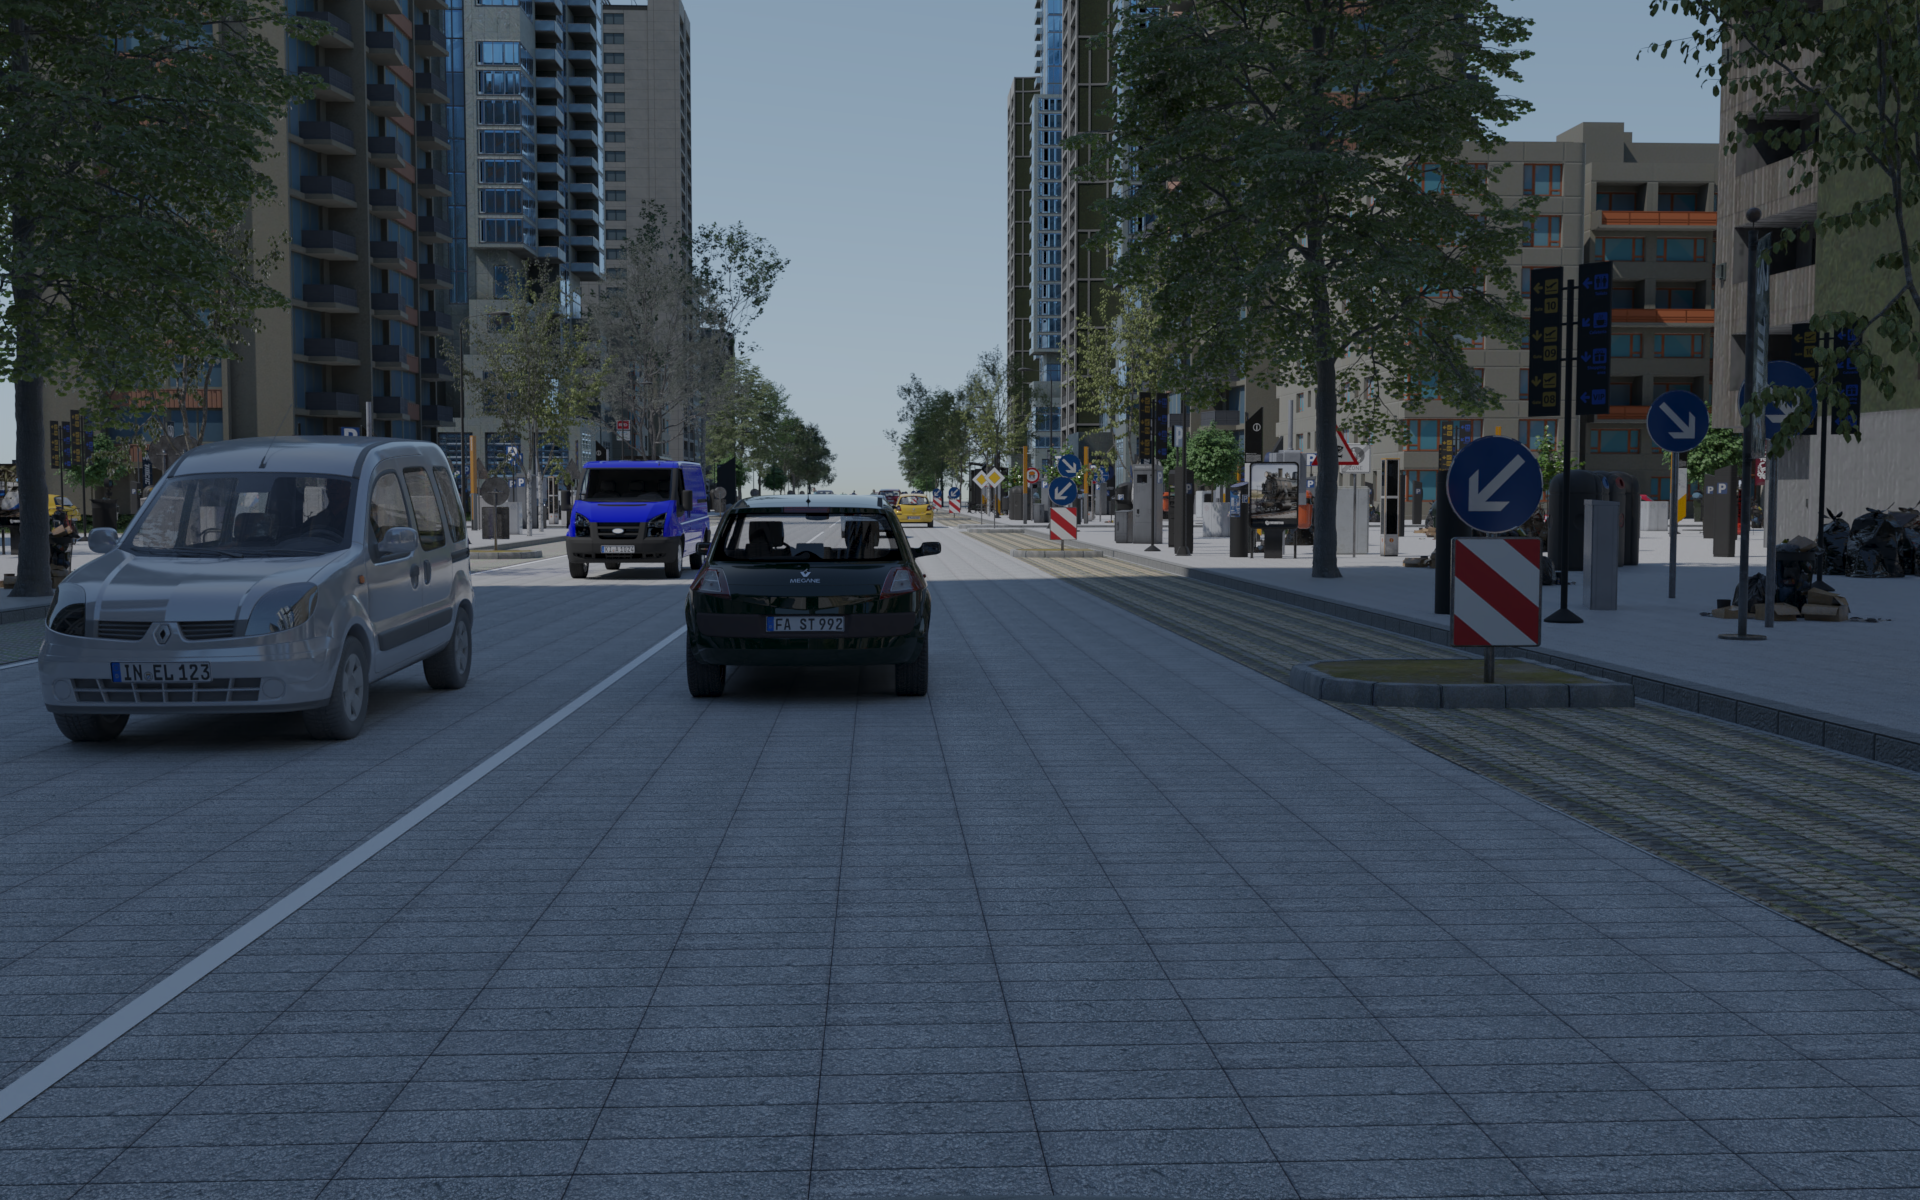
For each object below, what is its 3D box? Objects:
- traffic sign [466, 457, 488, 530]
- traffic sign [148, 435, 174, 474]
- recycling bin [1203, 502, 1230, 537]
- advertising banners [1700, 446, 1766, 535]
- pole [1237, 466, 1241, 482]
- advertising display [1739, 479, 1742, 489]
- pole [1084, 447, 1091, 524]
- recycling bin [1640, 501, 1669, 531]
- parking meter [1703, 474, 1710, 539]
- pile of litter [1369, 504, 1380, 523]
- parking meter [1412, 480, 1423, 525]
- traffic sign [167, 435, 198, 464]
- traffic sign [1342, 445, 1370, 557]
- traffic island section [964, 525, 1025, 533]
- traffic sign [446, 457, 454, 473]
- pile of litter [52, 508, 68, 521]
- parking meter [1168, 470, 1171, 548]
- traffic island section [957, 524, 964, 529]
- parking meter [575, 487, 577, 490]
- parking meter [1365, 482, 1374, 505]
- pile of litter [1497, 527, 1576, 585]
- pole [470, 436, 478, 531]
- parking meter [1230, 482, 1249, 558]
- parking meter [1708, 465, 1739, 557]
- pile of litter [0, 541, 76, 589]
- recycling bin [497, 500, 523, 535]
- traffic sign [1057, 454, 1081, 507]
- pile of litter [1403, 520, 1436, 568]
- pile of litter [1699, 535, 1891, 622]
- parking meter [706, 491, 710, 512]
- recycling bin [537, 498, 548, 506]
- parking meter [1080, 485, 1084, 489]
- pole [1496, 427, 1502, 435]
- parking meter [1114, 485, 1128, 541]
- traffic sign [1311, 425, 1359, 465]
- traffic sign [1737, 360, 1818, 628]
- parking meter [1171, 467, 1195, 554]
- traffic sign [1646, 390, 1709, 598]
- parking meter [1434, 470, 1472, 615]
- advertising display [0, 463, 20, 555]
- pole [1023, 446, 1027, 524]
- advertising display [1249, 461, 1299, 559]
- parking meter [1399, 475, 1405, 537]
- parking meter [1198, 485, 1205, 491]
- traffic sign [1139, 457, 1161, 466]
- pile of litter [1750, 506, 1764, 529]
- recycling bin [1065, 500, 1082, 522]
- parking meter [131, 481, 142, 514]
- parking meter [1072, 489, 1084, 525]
[{"bbox_3d":[-17.059,-3.756,61.410,0.884,2.594,0.081,0,4,2],"label":"traffic sign"},{"bbox_3d":[-17.145,-2.278,37.355,0.768,2.556,0.104,0,4,7],"label":"traffic sign"},{"bbox_3d":[7.786,-2.418,52.084,0.722,1.027,0.722,-3,5,-45],"label":"recycling bin"},{"bbox_3d":[24.209,-3.535,53.978,2.074,3.025,0.090,1,4,13],"label":"advertising banners"},{"bbox_3d":[17.824,-7.151,110.755,0.158,3.312,0.155,0,3,0],"label":"pole"},{"bbox_3d":[34.183,-4.348,76.295,0.123,1.923,0.974,0,4,-8],"label":"advertising display"},{"bbox_3d":[5.431,-4.935,74.533,0.158,3.312,0.155,0,3,0],"label":"pole"},{"bbox_3d":[24.087,-2.907,60.081,0.722,1.027,0.722,0,4,3],"label":"recycling bin"},{"bbox_3d":[21.642,-2.699,49.835,0.399,1.863,0.255,3,5,43],"label":"parking meter"},{"bbox_3d":[18.747,-3.946,78.479,1.176,0.858,1.719,-1,4,-19],"label":"pile of litter"},{"bbox_3d":[19.285,-4.115,72.998,0.399,1.863,0.255,0,4,0],"label":"parking meter"},{"bbox_3d":[-16.618,-2.266,37.155,0.768,2.556,0.104,0,4,-1],"label":"traffic sign"},{"bbox_3d":[7.985,-2.012,35.031,0.606,2.300,0.079,0,4,0],"label":"traffic sign"},{"bbox_3d":[1.307,-2.588,64.593,2.009,0.180,2.903,0,4,-3],"label":"traffic island section"},{"bbox_3d":[-17.417,-3.558,58.284,0.768,2.556,0.104,0,4,6],"label":"traffic sign"},{"bbox_3d":[-26.878,-2.281,51.253,1.176,0.858,1.719,2,4,28],"label":"pile of litter"},{"bbox_3d":[5.148,-2.195,41.599,0.255,1.863,0.399,1,4,12],"label":"parking meter"},{"bbox_3d":[0.926,-3.076,72.569,2.009,0.180,2.903,0,4,-3],"label":"traffic island section"},{"bbox_3d":[-31.331,-8.307,141.526,0.255,1.863,0.399,-2,4,-23],"label":"parking meter"},{"bbox_3d":[18.934,-4.554,80.161,0.399,1.863,0.255,0,4,8],"label":"parking meter"},{"bbox_3d":[7.870,-0.660,24.764,1.719,0.858,1.176,2,4,31],"label":"pile of litter"},{"bbox_3d":[-17.021,-4.085,60.626,0.158,3.312,0.155,0,3,0],"label":"pole"},{"bbox_3d":[5.663,-1.634,35.132,0.372,1.533,0.369,0,3,0],"label":"parking meter"},{"bbox_3d":[15.549,-1.805,35.222,0.255,1.863,0.399,-2,4,-34],"label":"parking meter"},{"bbox_3d":[-12.596,-0.603,23.827,1.719,0.858,1.176,2,4,32],"label":"pile of litter"},{"bbox_3d":[-14.288,-2.590,54.898,0.722,1.027,0.722,0,4,-6],"label":"recycling bin"},{"bbox_3d":[3.473,-3.365,55.127,0.768,2.556,0.104,0,4,-1],"label":"traffic sign"},{"bbox_3d":[8.335,-0.997,30.261,1.176,0.858,1.719,0,4,8],"label":"pile of litter"},{"bbox_3d":[8.584,-0.234,17.791,1.719,0.858,1.176,3,5,43],"label":"pile of litter"},{"bbox_3d":[-17.632,-6.884,120.961,0.372,1.533,0.369,0,3,0],"label":"parking meter"},{"bbox_3d":[-26.734,-5.982,110.362,0.722,1.027,0.722,1,4,16],"label":"recycling bin"},{"bbox_3d":[7.465,-6.089,105.263,0.255,1.863,0.399,-2,4,-31],"label":"parking meter"},{"bbox_3d":[16.269,-3.582,52.409,0.158,3.312,0.155,0,3,0],"label":"pole"},{"bbox_3d":[4.396,-2.371,47.172,0.372,1.533,0.369,0,3,0],"label":"parking meter"},{"bbox_3d":[6.944,-1.965,32.124,0.884,2.594,0.081,0,4,1],"label":"traffic sign"},{"bbox_3d":[7.789,-1.008,16.595,0.768,2.556,0.104,0,4,0],"label":"traffic sign"},{"bbox_3d":[4.801,-1.917,37.059,0.399,1.863,0.255,-3,5,-40],"label":"parking meter"},{"bbox_3d":[8.772,-1.294,21.260,0.768,2.556,0.104,0,4,0],"label":"traffic sign"},{"bbox_3d":[5.283,-0.619,18.533,0.372,1.533,0.369,0,3,0],"label":"parking meter"},{"bbox_3d":[-19.801,-1.907,36.400,0.974,1.923,0.123,1,4,19],"label":"advertising display"},{"bbox_3d":[2.783,-4.898,73.930,0.158,3.312,0.155,0,3,0],"label":"pole"},{"bbox_3d":[6.236,-1.786,34.419,0.974,1.923,0.123,1,4,12],"label":"advertising display"},{"bbox_3d":[13.134,-2.831,51.998,0.255,1.863,0.399,-3,5,-43],"label":"parking meter"},{"bbox_3d":[15.297,-6.368,109.835,0.399,1.863,0.255,-2,4,-28],"label":"parking meter"},{"bbox_3d":[6.253,-3.489,57.150,0.768,2.556,0.104,0,4,5],"label":"traffic sign"},{"bbox_3d":[29.718,-3.109,64.796,1.719,0.858,1.176,2,4,31],"label":"pile of litter"},{"bbox_3d":[5.387,-4.323,83.243,0.722,1.027,0.722,2,4,23],"label":"recycling bin"},{"bbox_3d":[-36.365,-4.329,76.483,0.399,1.863,0.255,1,4,17],"label":"parking meter"},{"bbox_3d":[4.886,-3.923,72.545,0.372,1.533,0.369,0,3,0],"label":"parking meter"}]
